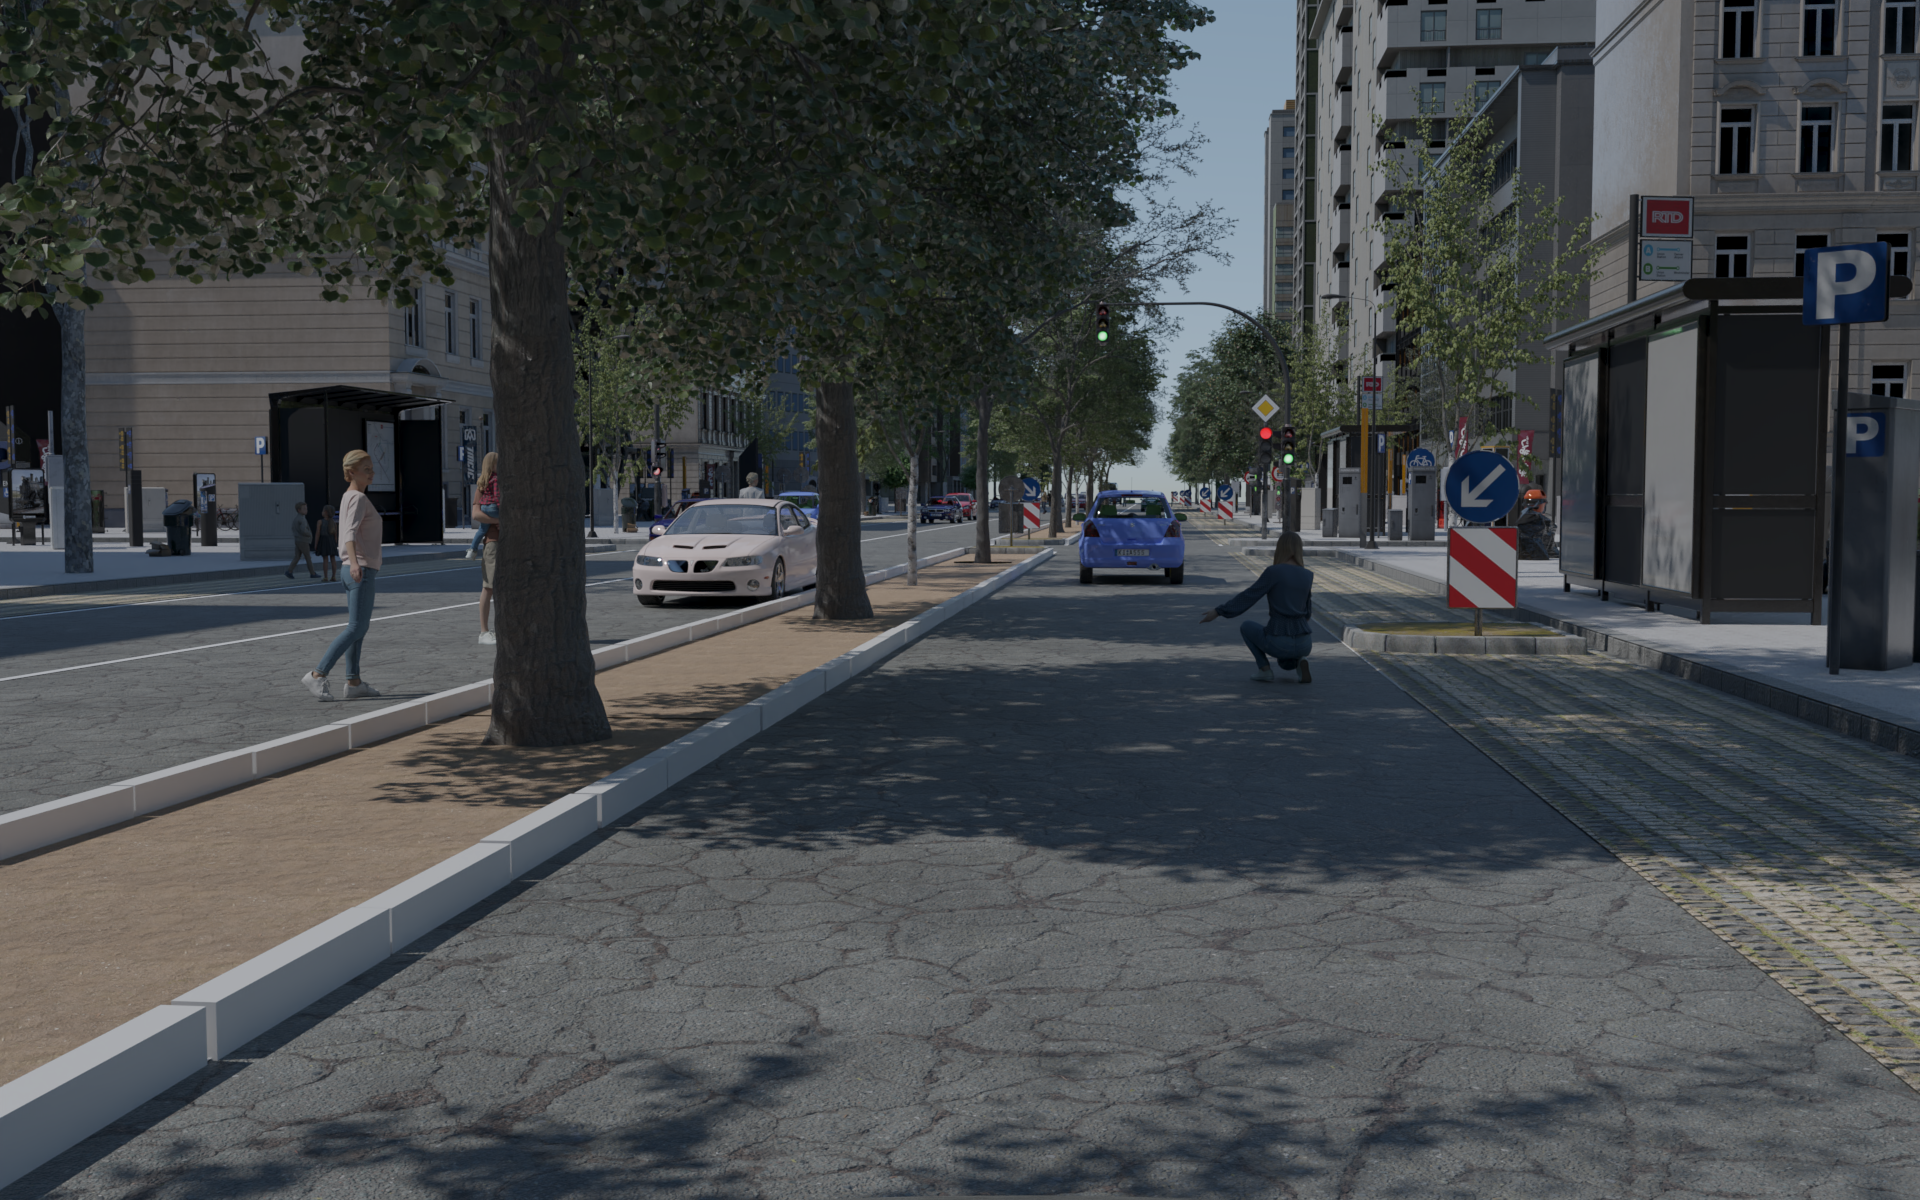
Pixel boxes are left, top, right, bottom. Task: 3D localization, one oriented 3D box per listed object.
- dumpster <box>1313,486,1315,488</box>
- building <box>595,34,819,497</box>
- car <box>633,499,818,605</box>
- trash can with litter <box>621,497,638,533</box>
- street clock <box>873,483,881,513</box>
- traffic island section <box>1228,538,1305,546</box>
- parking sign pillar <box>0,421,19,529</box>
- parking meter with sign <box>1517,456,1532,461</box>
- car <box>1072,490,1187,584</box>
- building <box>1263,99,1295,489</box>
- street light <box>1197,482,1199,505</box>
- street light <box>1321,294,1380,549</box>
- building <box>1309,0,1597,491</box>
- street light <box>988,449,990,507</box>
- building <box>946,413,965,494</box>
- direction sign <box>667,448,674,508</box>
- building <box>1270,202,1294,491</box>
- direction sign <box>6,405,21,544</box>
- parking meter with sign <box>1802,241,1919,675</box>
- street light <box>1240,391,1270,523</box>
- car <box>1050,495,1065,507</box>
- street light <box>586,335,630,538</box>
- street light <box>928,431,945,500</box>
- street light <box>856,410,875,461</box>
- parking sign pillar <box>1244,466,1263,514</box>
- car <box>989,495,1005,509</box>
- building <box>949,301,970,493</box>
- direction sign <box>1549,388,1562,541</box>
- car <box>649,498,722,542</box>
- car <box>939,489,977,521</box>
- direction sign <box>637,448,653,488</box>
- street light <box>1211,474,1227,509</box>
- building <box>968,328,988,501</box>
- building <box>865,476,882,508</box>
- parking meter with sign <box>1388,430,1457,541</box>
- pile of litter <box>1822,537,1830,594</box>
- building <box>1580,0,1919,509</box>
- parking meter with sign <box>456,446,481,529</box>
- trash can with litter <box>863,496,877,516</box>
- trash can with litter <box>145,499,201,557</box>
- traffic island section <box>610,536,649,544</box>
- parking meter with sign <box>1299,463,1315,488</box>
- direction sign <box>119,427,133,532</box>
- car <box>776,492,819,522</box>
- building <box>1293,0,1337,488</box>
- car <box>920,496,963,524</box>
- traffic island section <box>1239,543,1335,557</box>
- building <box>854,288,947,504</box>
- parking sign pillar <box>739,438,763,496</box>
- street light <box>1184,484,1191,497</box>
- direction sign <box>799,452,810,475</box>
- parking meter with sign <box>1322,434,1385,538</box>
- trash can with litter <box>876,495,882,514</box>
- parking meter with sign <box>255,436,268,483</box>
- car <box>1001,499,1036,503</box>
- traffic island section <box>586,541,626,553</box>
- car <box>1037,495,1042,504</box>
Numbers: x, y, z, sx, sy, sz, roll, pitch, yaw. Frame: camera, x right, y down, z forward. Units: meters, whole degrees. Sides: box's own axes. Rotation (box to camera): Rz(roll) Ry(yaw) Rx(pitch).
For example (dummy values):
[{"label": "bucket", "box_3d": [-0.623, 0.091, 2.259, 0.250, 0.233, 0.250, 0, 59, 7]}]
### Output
[{"label": "dumpster", "box_3d": [17.808, -4.959, 83.575, 1.502, 2.255, 1.985, 0, 4, 6]}, {"label": "building", "box_3d": [-22.231, -36.665, 141.466, 21.231, 58.520, 28.212, 0, 4, 6]}, {"label": "car", "box_3d": [-3.054, -0.700, 23.802, 2.083, 1.381, 4.827, 0, 4, 7]}, {"label": "trash can with litter", "box_3d": [-10.905, -2.825, 57.578, 0.624, 1.170, 1.055, -2, 4, -24]}, {"label": "street clock", "box_3d": [-5.409, -6.645, 113.220, 0.471, 2.002, 0.358, 3, 5, 41]}, {"label": "traffic island section", "box_3d": [8.608, -1.628, 48.893, 2.009, 0.180, 2.903, 0, 4, 6]}, {"label": "parking sign pillar", "box_3d": [-34.941, -4.605, 63.771, 1.447, 3.967, 1.447, 1, 4, 19]}, {"label": "parking meter with sign", "box_3d": [22.368, -4.479, 69.485, 0.543, 3.016, 1.738, 2, 4, 35]}, {"label": "car", "box_3d": [2.843, -1.185, 28.968, 1.945, 1.707, 3.694, 0, 4, 4]}, {"label": "building", "box_3d": [56.866, -44.183, 264.393, 21.231, 58.520, 28.212, 0, 4, 6]}, {"label": "street light", "box_3d": [21.850, -11.095, 153.942, 1.470, 5.913, 1.316, 0, 4, 6]}, {"label": "street light", "box_3d": [9.064, -4.141, 40.246, 1.470, 5.913, 1.316, 0, 4, 6]}, {"label": "building", "box_3d": [49.934, -35.566, 170.746, 28.713, 52.752, 27.495, 0, 4, 6]}, {"label": "street light", "box_3d": [3.357, -12.283, 173.362, 1.470, 5.913, 1.316, 0, 4, 6]}, {"label": "building", "box_3d": [-9.979, -49.407, 246.053, 20.563, 71.187, 20.611, 0, 4, 6]}, {"label": "direction sign", "box_3d": [-14.354, -5.745, 85.932, 0.379, 3.537, 0.876, 1, 4, 10]}, {"label": "building", "box_3d": [50.904, -34.267, 243.852, 14.154, 41.232, 14.086, 0, 4, 6]}, {"label": "direction sign", "box_3d": [-24.418, -3.219, 44.628, 0.379, 3.537, 0.876, -3, 5, -39]}, {"label": "parking meter with sign", "box_3d": [6.801, -1.012, 12.803, 1.738, 3.016, 0.543, -3, 5, -45]}, {"label": "street light", "box_3d": [13.308, -6.460, 78.165, 1.470, 5.913, 1.316, 0, 4, 6]}, {"label": "car", "box_3d": [11.033, -11.349, 197.555, 2.014, 1.417, 4.499, 0, 4, 5]}, {"label": "street light", "box_3d": [-10.291, -4.784, 50.757, 1.470, 5.913, 1.316, 0, 4, 6]}, {"label": "street light", "box_3d": [-1.763, -9.478, 127.505, 1.470, 5.913, 1.316, 0, 4, 6]}, {"label": "street light", "box_3d": [-5.184, -7.564, 96.212, 1.470, 5.913, 1.316, 0, 4, 6]}, {"label": "parking sign pillar", "box_3d": [19.446, -7.684, 114.100, 1.447, 3.967, 1.447, -2, 4, -34]}, {"label": "car", "box_3d": [3.758, -9.138, 161.982, 1.945, 1.354, 3.894, 0, 4, 6]}, {"label": "building", "box_3d": [-6.066, -37.558, 264.184, 14.600, 45.320, 14.200, 0, 4, 6]}, {"label": "direction sign", "box_3d": [12.825, -2.775, 37.368, 0.379, 3.537, 0.876, 2, 4, 33]}, {"label": "car", "box_3d": [-5.963, -1.679, 40.038, 1.945, 1.354, 3.894, 0, 4, 6]}, {"label": "car", "box_3d": [-0.090, -5.261, 95.056, 2.155, 1.783, 4.494, 0, 4, 6]}, {"label": "direction sign", "box_3d": [-15.639, -5.752, 86.044, 0.876, 3.537, 0.379, -3, 4, -37]}, {"label": "street light", "box_3d": [18.441, -9.221, 123.298, 1.470, 5.913, 1.316, 0, 4, 6]}, {"label": "building", "box_3d": [-3.104, -36.366, 278.183, 14.154, 41.232, 14.086, 0, 4, 6]}, {"label": "building", "box_3d": [-24.491, -29.179, 168.951, 32.217, 40.220, 23.993, 0, 4, 6]}, {"label": "parking meter with sign", "box_3d": [12.655, -3.134, 47.494, 1.738, 3.016, 0.543, 0, 4, 4]}, {"label": "pile of litter", "box_3d": [11.017, -0.480, 21.812, 1.176, 0.858, 1.719, -1, 4, -14]}, {"label": "building", "box_3d": [36.456, -16.174, 61.710, 25.104, 27.353, 12.463, 0, 4, 6]}, {"label": "parking meter with sign", "box_3d": [-17.350, -4.067, 62.764, 1.738, 3.016, 0.543, 2, 4, 24]}, {"label": "trash can with litter", "box_3d": [-5.279, -5.472, 100.851, 0.624, 1.170, 1.055, -3, 4, -39]}, {"label": "trash can with litter", "box_3d": [-16.261, -1.491, 35.761, 0.624, 1.170, 1.055, 1, 4, 16]}, {"label": "traffic island section", "box_3d": [-8.874, -1.747, 50.843, 2.009, 0.180, 2.903, 0, 4, 6]}, {"label": "parking meter with sign", "box_3d": [19.318, -6.058, 95.309, 0.543, 3.016, 1.738, -1, 4, -16]}, {"label": "direction sign", "box_3d": [-28.408, -4.101, 59.045, 0.876, 3.537, 0.379, 3, 4, 38]}, {"label": "car", "box_3d": [-5.264, -2.845, 56.099, 1.945, 1.707, 3.694, 0, 4, 5]}, {"label": "building", "box_3d": [52.362, -48.141, 225.352, 20.563, 71.187, 20.611, 0, 4, 6]}, {"label": "car", "box_3d": [-0.903, -4.460, 85.507, 1.945, 1.354, 3.894, 0, 4, 8]}, {"label": "traffic island section", "box_3d": [7.722, -1.142, 40.957, 2.009, 0.180, 2.903, 0, 4, 6]}, {"label": "building", "box_3d": [-9.478, -27.973, 229.058, 14.160, 30.474, 14.107, 0, 4, 6]}, {"label": "parking sign pillar", "box_3d": [-10.072, -5.804, 83.366, 1.447, 3.967, 1.447, 3, 5, 44]}, {"label": "street light", "box_3d": [26.910, -13.874, 199.387, 1.470, 5.913, 1.316, 0, 4, 6]}, {"label": "direction sign", "box_3d": [-8.311, -6.152, 92.580, 0.379, 3.537, 0.876, -3, 5, -42]}, {"label": "parking meter with sign", "box_3d": [11.478, -3.328, 50.671, 1.738, 3.016, 0.543, 2, 4, 35]}, {"label": "trash can with litter", "box_3d": [-5.855, -6.091, 110.649, 2.233, 1.210, 1.678, -1, 4, -17]}, {"label": "parking meter with sign", "box_3d": [-20.663, -3.480, 53.156, 0.543, 3.016, 1.738, 2, 4, 35]}, {"label": "car", "box_3d": [3.253, -4.995, 93.667, 2.014, 1.417, 4.499, 1, 4, 8]}, {"label": "traffic island section", "box_3d": [-9.760, -1.262, 42.908, 2.009, 0.180, 2.903, 0, 4, 6]}, {"label": "car", "box_3d": [9.742, -12.399, 215.304, 1.945, 1.354, 3.894, 0, 4, 7]}]
